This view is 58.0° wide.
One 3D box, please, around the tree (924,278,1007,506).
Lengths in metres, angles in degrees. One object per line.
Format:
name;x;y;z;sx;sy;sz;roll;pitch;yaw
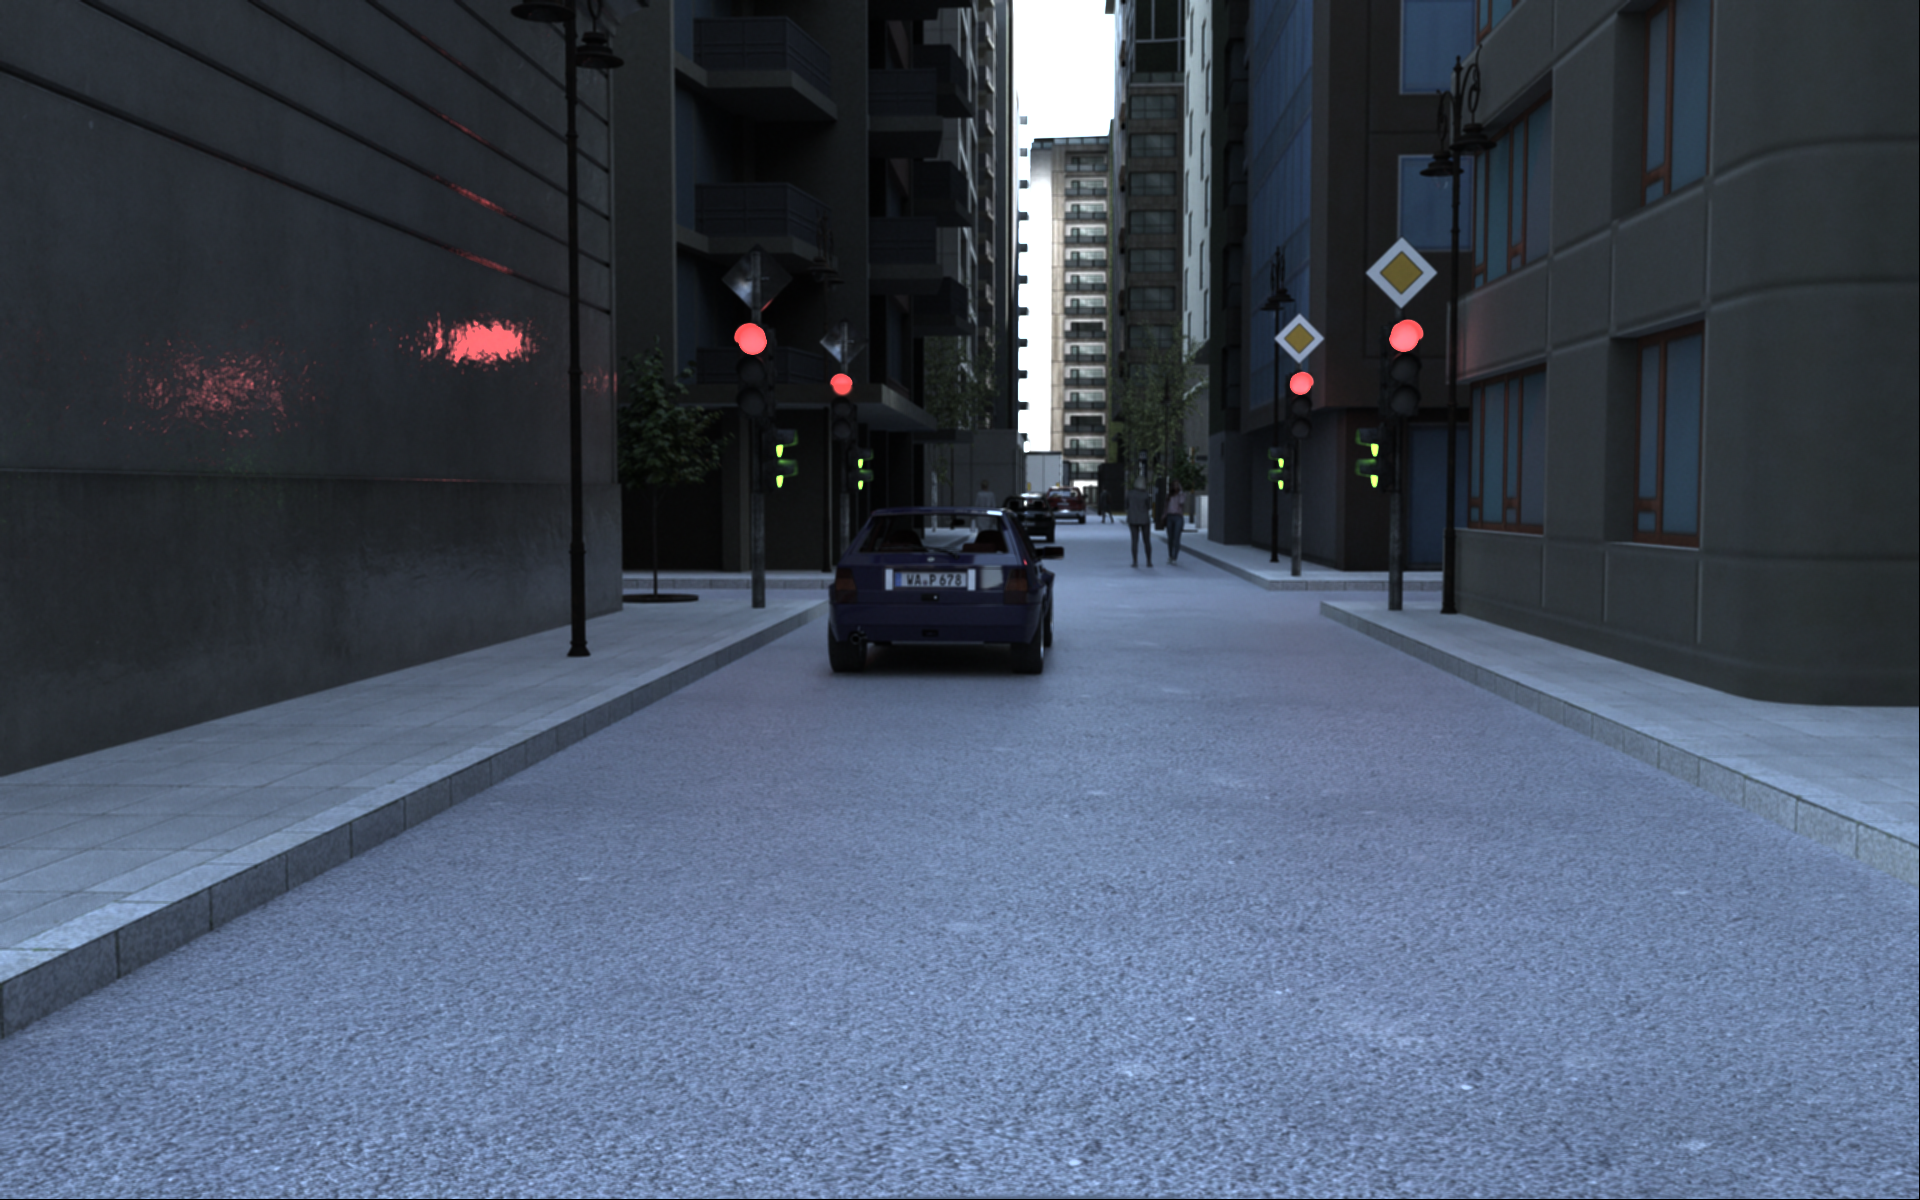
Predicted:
tree;-0.628;-6.599;58.252;4.737;8.622;4.395;0;3;0

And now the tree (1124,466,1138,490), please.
tree;11.831;-7.372;115.128;1.663;3.219;1.824;0;3;0

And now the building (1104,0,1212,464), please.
building;28.117;-35.040;162.148;28.713;52.752;27.495;0;4;3

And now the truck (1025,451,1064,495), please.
truck;5.740;-7.955;118.980;2.839;4.237;11.283;0;4;3

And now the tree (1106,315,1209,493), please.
tree;8.225;-7.365;70.782;4.737;8.622;4.395;0;3;0

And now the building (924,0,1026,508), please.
building;-7.443;-38.888;74.071;20.563;71.187;20.611;0;4;3

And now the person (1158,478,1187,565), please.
person;4.364;-1.607;35.360;0.593;1.750;0.643;2;4;27

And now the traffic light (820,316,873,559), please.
traffic light;-1.806;-2.353;27.389;0.839;4.253;0.868;0;4;3

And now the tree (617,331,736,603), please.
tree;-3.650;-1.594;20.663;1.663;3.219;1.824;0;3;0

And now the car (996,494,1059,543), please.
car;2.011;-2.618;52.585;2.009;1.686;4.222;0;4;2

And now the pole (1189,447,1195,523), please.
pole;10.125;-5.001;75.605;0.158;3.312;0.155;0;3;0

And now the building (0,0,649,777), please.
building;-18.333;-10.927;11.937;30.059;22.955;16.112;0;4;3

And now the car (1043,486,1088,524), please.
car;5.136;-4.664;84.937;2.281;1.827;5.304;0;4;5

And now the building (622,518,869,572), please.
building;-11.090;-23.619;40.802;22.147;44.769;28.867;0;4;3

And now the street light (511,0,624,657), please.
street light;-3.023;-2.493;13.555;0.468;5.910;1.993;0;4;3

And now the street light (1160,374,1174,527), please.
street light;7.970;-5.756;66.897;0.468;5.910;1.993;0;4;3

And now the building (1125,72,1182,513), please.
building;18.646;-21.423;121.959;14.160;30.474;14.107;0;4;3

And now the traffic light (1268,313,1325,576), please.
traffic light;5.245;-2.330;27.010;0.839;4.253;0.868;0;4;3

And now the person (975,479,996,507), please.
person;0.565;-1.996;41.494;0.694;1.780;0.624;0;4;7

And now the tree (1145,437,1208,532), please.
tree;7.563;-3.933;58.900;1.663;3.219;1.824;0;3;0

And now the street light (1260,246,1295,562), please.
street light;5.931;-3.651;32.488;0.468;5.910;1.993;0;4;3

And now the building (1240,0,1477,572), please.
building;13.409;-23.444;33.421;14.200;45.320;14.600;0;4;3

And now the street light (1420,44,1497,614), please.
street light;5.252;-2.792;18.431;0.468;5.910;1.993;0;4;3

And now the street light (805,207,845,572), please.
street light;-2.188;-3.393;28.269;0.468;5.910;1.993;0;4;3

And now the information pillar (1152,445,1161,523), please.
information pillar;8.800;-5.267;77.466;0.183;3.616;0.504;3;5;42

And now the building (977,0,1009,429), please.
building;-3.346;-27.839;138.766;14.154;41.232;14.086;0;4;3

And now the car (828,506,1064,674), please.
car;-0.074;-0.161;15.211;1.945;1.354;3.894;0;4;5

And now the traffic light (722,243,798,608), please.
traffic light;-2.255;-1.865;19.417;0.839;4.253;0.868;0;4;3

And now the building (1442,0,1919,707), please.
building;18.396;-9.697;3.585;27.650;21.520;28.899;0;4;3

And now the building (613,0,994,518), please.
building;-9.026;-28.278;116.964;22.147;44.769;28.867;0;4;3

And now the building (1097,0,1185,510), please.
building;21.597;-42.792;137.905;20.563;71.187;20.611;0;4;3

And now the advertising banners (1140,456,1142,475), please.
advertising banners;8.252;-5.026;78.365;0.090;3.025;2.074;0;4;1

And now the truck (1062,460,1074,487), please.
truck;8.319;-9.847;149.912;2.839;4.237;11.283;0;4;5

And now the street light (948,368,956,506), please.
street light;-0.277;-5.492;62.575;0.468;5.910;1.993;0;4;3

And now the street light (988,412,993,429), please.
street light;1.721;-7.611;97.227;0.468;5.910;1.993;0;4;3

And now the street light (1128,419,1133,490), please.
street light;9.912;-7.862;101.326;0.468;5.910;1.993;0;4;3

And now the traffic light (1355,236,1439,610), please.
traffic light;4.796;-1.842;19.037;0.839;4.253;0.868;0;4;3

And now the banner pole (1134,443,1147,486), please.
banner pole;8.812;-5.809;84.990;0.863;3.779;0.401;2;4;28

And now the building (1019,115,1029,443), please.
building;-7.399;-35.337;197.367;30.456;49.044;23.786;0;4;3

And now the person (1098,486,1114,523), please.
person;7.213;-4.722;85.665;0.622;1.834;0.822;-2;4;-26

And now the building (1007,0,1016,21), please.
building;-2.090;-30.740;152.710;14.600;45.320;14.200;0;4;3

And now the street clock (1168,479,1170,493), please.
street clock;9.777;-4.688;81.224;0.471;2.002;0.358;3;5;42

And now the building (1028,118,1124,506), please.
building;14.582;-31.086;191.846;14.086;41.232;14.154;0;4;3

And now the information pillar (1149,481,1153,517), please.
information pillar;10.628;-5.566;95.495;0.304;2.012;0.304;-1;4;-19

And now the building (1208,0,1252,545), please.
building;14.063;-16.977;49.270;14.160;30.474;14.107;0;4;3

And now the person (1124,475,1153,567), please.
person;3.511;-1.554;34.094;0.537;1.800;0.526;1;4;21

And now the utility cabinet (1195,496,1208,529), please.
utility cabinet;9.215;-3.259;64.442;1.020;1.237;0.306;-2;4;-35

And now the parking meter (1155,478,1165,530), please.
parking meter;7.084;-3.403;61.354;0.255;1.863;0.399;-1;4;-17
